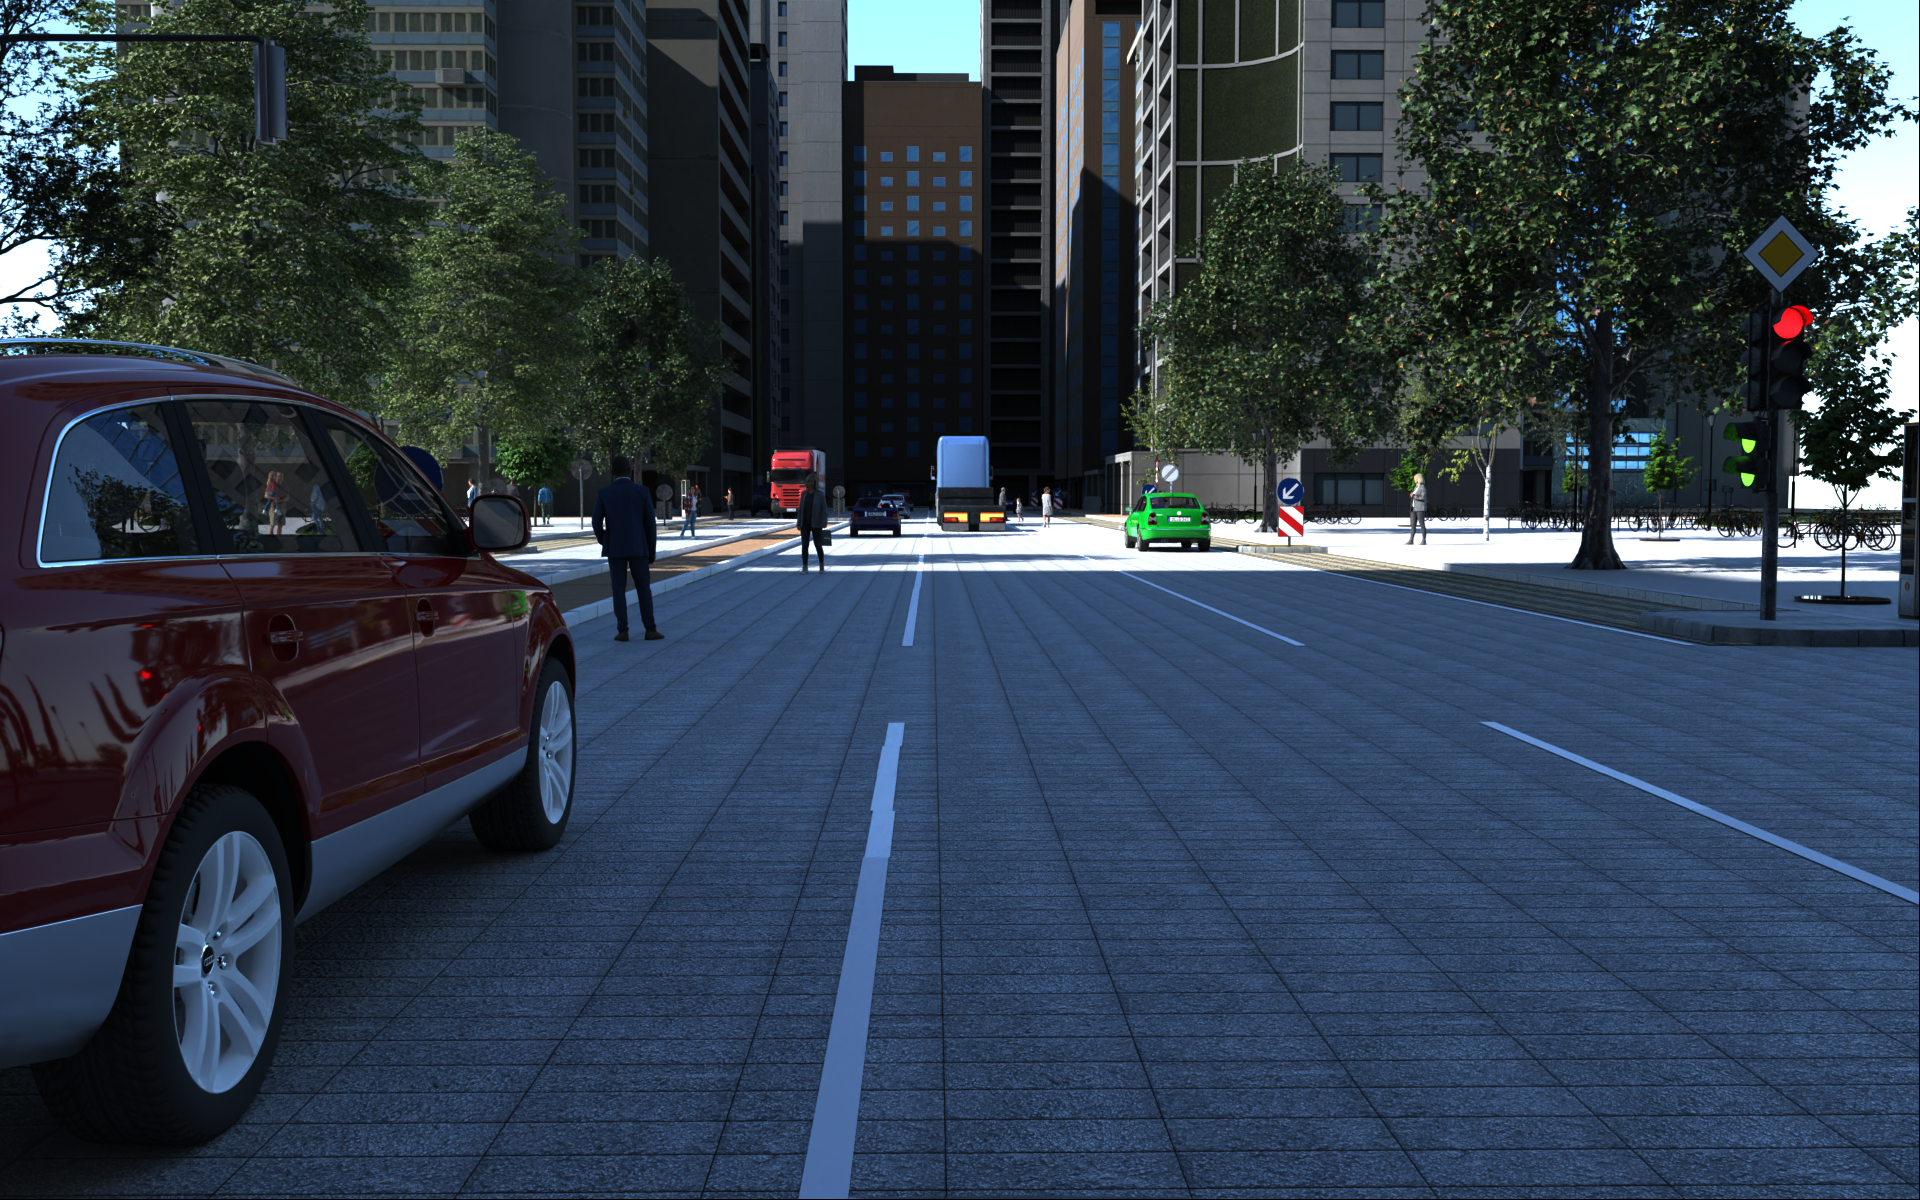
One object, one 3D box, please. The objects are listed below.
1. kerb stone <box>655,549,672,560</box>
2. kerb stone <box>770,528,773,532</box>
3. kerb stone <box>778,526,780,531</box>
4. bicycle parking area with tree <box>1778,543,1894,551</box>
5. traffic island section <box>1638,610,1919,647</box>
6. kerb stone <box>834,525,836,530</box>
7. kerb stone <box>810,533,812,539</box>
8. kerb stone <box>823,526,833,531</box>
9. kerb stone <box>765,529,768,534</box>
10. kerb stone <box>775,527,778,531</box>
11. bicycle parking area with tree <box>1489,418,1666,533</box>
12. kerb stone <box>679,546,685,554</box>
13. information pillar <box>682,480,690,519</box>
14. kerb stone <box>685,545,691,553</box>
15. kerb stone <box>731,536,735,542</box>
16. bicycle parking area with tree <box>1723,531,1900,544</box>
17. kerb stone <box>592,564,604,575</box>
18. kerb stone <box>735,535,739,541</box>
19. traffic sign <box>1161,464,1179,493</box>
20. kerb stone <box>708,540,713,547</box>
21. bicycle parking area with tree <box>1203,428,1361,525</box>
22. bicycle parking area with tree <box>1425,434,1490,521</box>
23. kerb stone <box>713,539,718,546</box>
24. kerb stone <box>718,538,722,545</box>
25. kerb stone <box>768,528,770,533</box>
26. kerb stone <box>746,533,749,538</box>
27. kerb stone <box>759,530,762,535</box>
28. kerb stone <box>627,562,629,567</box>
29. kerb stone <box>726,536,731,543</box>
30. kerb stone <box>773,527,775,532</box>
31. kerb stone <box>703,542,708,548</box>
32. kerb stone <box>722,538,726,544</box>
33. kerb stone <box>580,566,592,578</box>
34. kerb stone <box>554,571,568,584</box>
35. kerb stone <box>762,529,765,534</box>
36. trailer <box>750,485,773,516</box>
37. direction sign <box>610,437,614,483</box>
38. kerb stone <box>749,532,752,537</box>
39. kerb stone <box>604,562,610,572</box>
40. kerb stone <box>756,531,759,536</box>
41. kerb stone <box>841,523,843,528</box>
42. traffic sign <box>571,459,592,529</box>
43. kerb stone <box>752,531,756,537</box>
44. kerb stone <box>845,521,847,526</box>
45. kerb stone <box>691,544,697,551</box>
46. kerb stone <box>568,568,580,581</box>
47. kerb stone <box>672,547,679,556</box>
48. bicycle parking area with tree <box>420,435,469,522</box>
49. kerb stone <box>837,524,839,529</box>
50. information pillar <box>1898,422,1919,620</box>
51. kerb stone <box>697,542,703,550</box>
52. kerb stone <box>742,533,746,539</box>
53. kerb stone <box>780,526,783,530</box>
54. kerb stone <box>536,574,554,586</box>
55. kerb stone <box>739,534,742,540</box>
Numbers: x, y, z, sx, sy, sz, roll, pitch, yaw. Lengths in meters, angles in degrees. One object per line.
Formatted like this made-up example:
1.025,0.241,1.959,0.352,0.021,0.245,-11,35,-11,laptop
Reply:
-6.671,-1.028,38.999,0.120,0.150,1.000,0,4,-1,kerb stone
-7.067,-2.526,63.583,0.120,0.150,1.000,0,4,-1,kerb stone
-7.116,-2.719,66.650,0.120,0.150,1.000,0,4,-1,kerb stone
23.610,-3.131,38.186,9.016,4.147,8.231,0,4,4,bicycle parking area with tree
8.264,0.282,17.669,2.009,0.180,2.903,0,4,-1,traffic island section
-5.034,-2.784,67.710,0.120,0.150,1.000,0,4,-1,kerb stone
-4.822,-1.964,54.370,0.120,0.150,1.000,0,4,-1,kerb stone
-5.001,-2.658,65.656,0.120,0.150,1.000,0,4,-1,kerb stone
-7.035,-2.406,61.537,0.120,0.150,1.000,0,4,-1,kerb stone
-7.098,-2.656,65.627,0.120,0.150,1.000,0,4,-1,kerb stone
24.069,-4.531,61.077,8.231,4.147,9.016,0,4,3,bicycle parking area with tree
-6.706,-1.153,41.054,0.120,0.150,1.000,0,4,-1,kerb stone
-14.283,-5.244,90.224,0.304,2.012,0.304,3,4,38,information pillar
-6.718,-1.216,42.080,0.120,0.150,1.000,0,4,-1,kerb stone
-6.867,-1.780,51.302,0.120,0.150,1.000,0,4,-1,kerb stone
27.604,-3.961,51.768,9.016,4.147,8.231,-2,4,-35,bicycle parking area with tree
-6.529,-0.525,30.781,0.120,0.150,1.000,0,4,-1,kerb stone
-6.879,-1.842,52.324,0.120,0.150,1.000,0,4,-1,kerb stone
9.012,-4.548,74.473,0.768,2.556,0.104,0,4,0,traffic sign
-6.788,-1.467,46.176,0.120,0.150,1.000,0,4,-1,kerb stone
13.410,-5.475,76.511,9.016,4.147,8.231,1,4,19,bicycle parking area with tree
26.818,-5.773,81.393,9.016,4.147,8.231,-1,4,-22,bicycle parking area with tree
-6.800,-1.522,47.199,0.120,0.150,1.000,0,4,-1,kerb stone
-6.816,-1.589,48.221,0.120,0.150,1.000,0,4,-1,kerb stone
-7.058,-2.469,62.559,0.120,0.150,1.000,0,4,-1,kerb stone
-6.932,-2.028,55.392,0.120,0.150,1.000,0,4,-1,kerb stone
-6.996,-2.281,59.493,0.120,0.150,1.000,0,4,-1,kerb stone
-6.597,-0.774,34.887,0.120,0.150,1.000,0,4,-1,kerb stone
-6.848,-1.717,50.275,0.120,0.150,1.000,0,4,-1,kerb stone
-7.087,-2.592,64.605,0.120,0.150,1.000,0,4,-1,kerb stone
-6.770,-1.404,45.149,0.120,0.150,1.000,0,4,-1,kerb stone
-6.838,-1.654,49.248,0.120,0.150,1.000,0,4,-1,kerb stone
-6.517,-0.462,29.752,0.120,0.150,1.000,0,4,-1,kerb stone
-6.479,-0.337,27.702,0.120,0.150,1.000,0,4,-1,kerb stone
-7.012,-2.344,60.515,0.120,0.150,1.000,0,4,-1,kerb stone
-12.525,-6.266,109.497,1.471,1.999,3.904,0,4,0,trailer
-13.807,-4.696,68.785,0.379,3.537,0.876,0,4,-3,direction sign
-6.954,-2.093,56.419,0.120,0.150,1.000,0,4,-1,kerb stone
-6.544,-0.583,31.820,0.120,0.150,1.000,0,4,-1,kerb stone
-6.981,-2.219,58.470,0.120,0.150,1.000,0,4,-1,kerb stone
-5.125,-3.096,72.824,0.120,0.150,1.000,0,4,-1,kerb stone
-13.708,-3.831,62.750,0.768,2.556,0.104,0,4,0,traffic sign
-6.966,-2.156,57.441,0.120,0.150,1.000,0,4,-1,kerb stone
-5.166,-3.285,75.900,0.120,0.150,1.000,0,4,-1,kerb stone
-6.733,-1.279,43.105,0.120,0.150,1.000,0,4,-1,kerb stone
-6.501,-0.399,28.724,0.120,0.150,1.000,0,4,-1,kerb stone
-6.681,-1.089,40.030,0.120,0.150,1.000,0,4,-1,kerb stone
-26.224,-5.752,81.044,9.016,4.147,8.231,1,4,19,bicycle parking area with tree
-5.077,-2.909,69.754,0.120,0.150,1.000,0,4,-1,kerb stone
9.874,-0.811,17.755,0.304,2.012,0.304,0,4,-2,information pillar
-6.749,-1.341,44.127,0.120,0.150,1.000,0,4,-1,kerb stone
-6.919,-1.968,54.370,0.120,0.150,1.000,0,4,-1,kerb stone
-7.136,-2.781,67.679,0.120,0.150,1.000,0,4,-1,kerb stone
-6.468,-0.272,26.676,0.120,0.150,1.000,0,4,-1,kerb stone
-6.897,-1.898,53.348,0.120,0.150,1.000,0,4,-1,kerb stone
